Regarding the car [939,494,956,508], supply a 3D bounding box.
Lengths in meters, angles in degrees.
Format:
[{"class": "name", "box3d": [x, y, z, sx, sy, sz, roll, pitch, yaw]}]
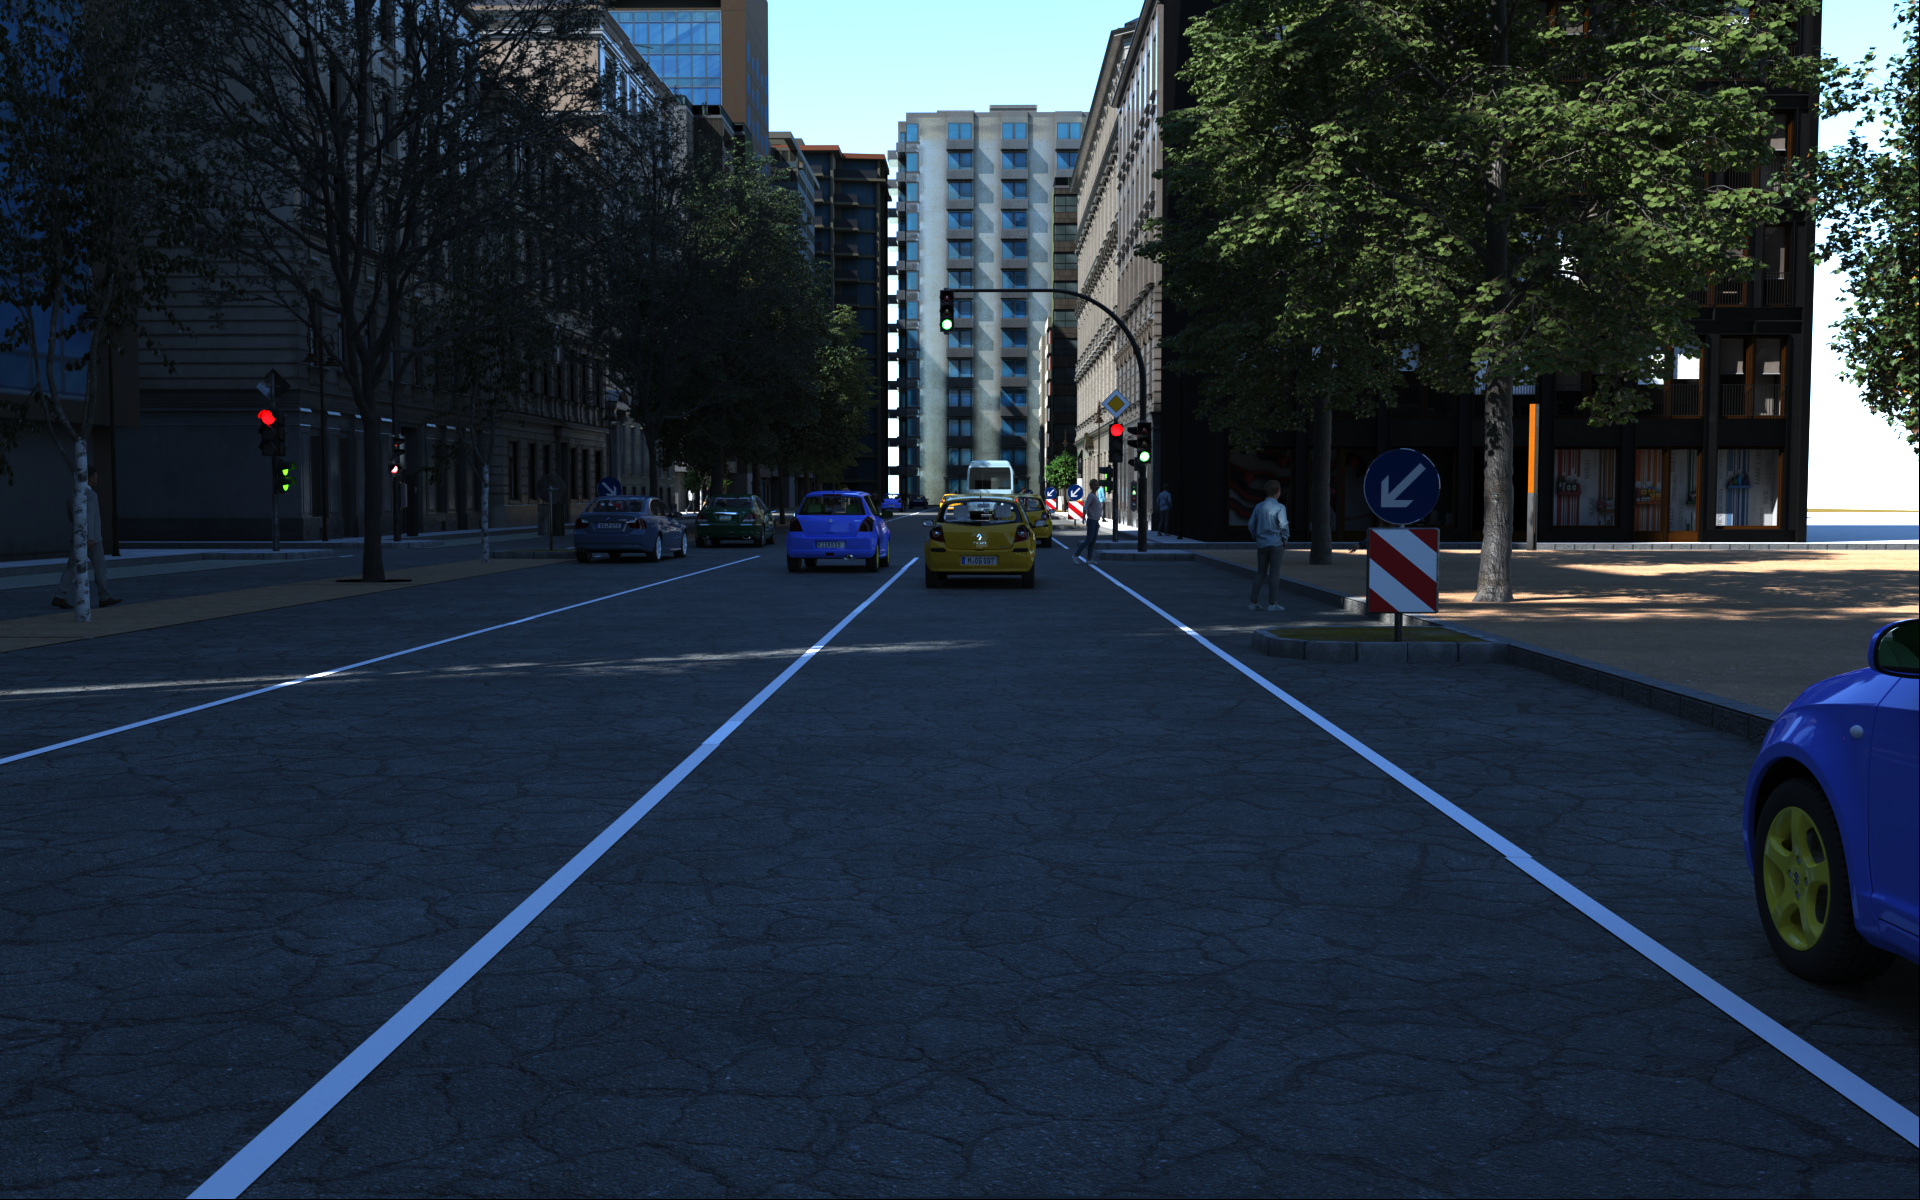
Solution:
[{"class": "car", "box3d": [-0.627, -7.566, 133.927, 2.015, 1.641, 3.980, 0, 4, 2]}]

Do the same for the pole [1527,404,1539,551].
[{"class": "pole", "box3d": [12.991, -2.778, 39.260, 0.158, 3.312, 0.155, 0, 3, 0]}]

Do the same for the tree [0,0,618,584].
[{"class": "tree", "box3d": [-9.468, -7.014, 27.498, 12.009, 13.543, 11.850, 0, 3, 0]}]

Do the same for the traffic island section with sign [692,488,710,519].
[{"class": "traffic island section with sign", "box3d": [-14.109, -5.507, 98.663, 1.989, 1.847, 2.006, 0, 4, 1]}]

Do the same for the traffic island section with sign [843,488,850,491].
[{"class": "traffic island section with sign", "box3d": [-8.081, -6.937, 121.560, 2.006, 1.907, 1.989, 0, 4, 1]}]

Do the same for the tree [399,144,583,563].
[{"class": "tree", "box3d": [-9.863, -5.083, 35.924, 4.360, 8.622, 3.978, 0, 3, 0]}]

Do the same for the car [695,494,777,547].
[{"class": "car", "box3d": [-6.193, -2.212, 47.971, 2.131, 1.459, 4.920, 0, 3, 0]}]

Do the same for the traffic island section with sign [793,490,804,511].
[{"class": "traffic island section with sign", "box3d": [-13.316, -8.607, 149.355, 1.989, 1.847, 2.006, 0, 4, 1]}]

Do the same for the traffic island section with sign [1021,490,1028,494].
[{"class": "traffic island section with sign", "box3d": [6.226, -10.191, 175.253, 1.989, 1.847, 2.006, 0, 4, 1]}]

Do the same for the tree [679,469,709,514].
[{"class": "tree", "box3d": [-17.095, -7.086, 110.458, 1.663, 3.219, 1.824, 0, 3, 0]}]

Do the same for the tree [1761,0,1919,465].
[{"class": "tree", "box3d": [19.427, -6.950, 30.640, 9.611, 12.733, 9.660, 0, 3, 0]}]

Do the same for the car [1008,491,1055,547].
[{"class": "car", "box3d": [1.648, -2.305, 47.906, 2.015, 1.641, 3.980, 0, 4, 1]}]

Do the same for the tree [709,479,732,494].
[{"class": "tree", "box3d": [-16.916, -7.759, 121.457, 1.663, 3.219, 1.824, 0, 3, 0]}]

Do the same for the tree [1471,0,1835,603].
[{"class": "tree", "box3d": [6.297, -6.277, 20.762, 7.486, 12.596, 7.792, 0, 3, 0]}]

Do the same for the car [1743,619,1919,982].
[{"class": "car", "box3d": [3.278, 0.342, 4.000, 1.945, 1.707, 3.694, 0, 4, 1]}]

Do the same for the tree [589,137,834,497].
[{"class": "tree", "box3d": [-8.920, -9.409, 62.953, 9.857, 13.997, 8.962, 0, 3, 0]}]

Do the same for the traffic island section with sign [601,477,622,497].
[{"class": "traffic island section with sign", "box3d": [-9.248, -2.342, 46.430, 2.006, 1.907, 1.989, 0, 4, 1]}]

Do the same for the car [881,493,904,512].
[{"class": "car", "box3d": [-5.436, -7.941, 139.434, 1.945, 1.707, 3.694, 0, 4, 0]}]

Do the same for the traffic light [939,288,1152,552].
[{"class": "traffic light", "box3d": [1.938, -3.895, 38.354, 4.771, 5.953, 1.251, 0, 4, 1]}]

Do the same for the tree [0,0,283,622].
[{"class": "tree", "box3d": [-9.841, -4.071, 19.383, 4.360, 8.622, 3.978, 0, 3, 0]}]

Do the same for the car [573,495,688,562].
[{"class": "car", "box3d": [-7.132, -1.570, 37.667, 2.014, 1.417, 4.499, 0, 4, 2]}]

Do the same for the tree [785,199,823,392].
[{"class": "tree", "box3d": [-9.259, -8.510, 51.958, 12.009, 13.543, 11.850, 0, 3, 0]}]

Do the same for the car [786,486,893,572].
[{"class": "car", "box3d": [-2.276, -1.437, 33.094, 1.945, 1.707, 3.694, 0, 4, 2]}]

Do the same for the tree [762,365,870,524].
[{"class": "tree", "box3d": [-8.362, -8.870, 81.900, 8.767, 10.594, 7.601, 0, 4, 1]}]

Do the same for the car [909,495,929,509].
[{"class": "car", "box3d": [-4.013, -9.484, 167.637, 1.945, 1.354, 3.894, 0, 4, 2]}]

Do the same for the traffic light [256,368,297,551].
[{"class": "traffic light", "box3d": [-15.328, -3.048, 38.748, 0.839, 4.253, 0.868, 0, 4, 1]}]

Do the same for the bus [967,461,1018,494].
[{"class": "bus", "box3d": [1.915, -6.550, 101.953, 2.948, 3.499, 13.247, 0, 4, 2]}]

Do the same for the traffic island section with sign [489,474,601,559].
[{"class": "traffic island section with sign", "box3d": [-9.373, -1.889, 39.024, 2.006, 1.907, 1.989, 0, 4, 1]}]

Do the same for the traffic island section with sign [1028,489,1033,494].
[{"class": "traffic island section with sign", "box3d": [5.009, -5.483, 98.267, 1.989, 1.847, 2.006, 0, 4, 1]}]

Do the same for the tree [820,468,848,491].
[{"class": "tree", "box3d": [-8.450, -9.379, 106.173, 4.737, 8.622, 4.395, 0, 3, 0]}]

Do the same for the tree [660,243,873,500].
[{"class": "tree", "box3d": [-8.616, -9.396, 73.098, 9.611, 12.733, 9.660, 0, 3, 0]}]

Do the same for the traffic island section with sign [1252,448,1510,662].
[{"class": "traffic island section with sign", "box3d": [3.723, -0.435, 15.742, 1.989, 1.847, 2.006, 0, 4, 1]}]

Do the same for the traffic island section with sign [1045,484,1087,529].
[{"class": "traffic island section with sign", "box3d": [4.594, -3.824, 71.155, 1.989, 1.847, 2.006, 0, 4, 1]}]

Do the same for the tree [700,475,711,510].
[{"class": "tree", "box3d": [-16.834, -10.009, 114.006, 4.360, 8.622, 3.978, 0, 3, 0]}]

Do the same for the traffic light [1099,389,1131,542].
[{"class": "traffic light", "box3d": [4.156, -3.518, 46.446, 0.839, 4.253, 0.868, 0, 4, 1]}]

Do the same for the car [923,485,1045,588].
[{"class": "car", "box3d": [0.370, -1.079, 27.869, 2.015, 1.641, 3.980, 0, 4, 2]}]

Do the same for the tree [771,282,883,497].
[{"class": "tree", "box3d": [-8.225, -10.474, 91.826, 7.486, 12.596, 7.792, 0, 3, 0]}]

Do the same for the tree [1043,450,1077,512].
[{"class": "tree", "box3d": [7.781, -8.744, 126.675, 4.285, 4.588, 4.351, 0, 3, 0]}]

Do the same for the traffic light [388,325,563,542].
[{"class": "traffic light", "box3d": [-13.110, -4.408, 46.735, 4.771, 5.953, 1.251, 0, 4, 1]}]
